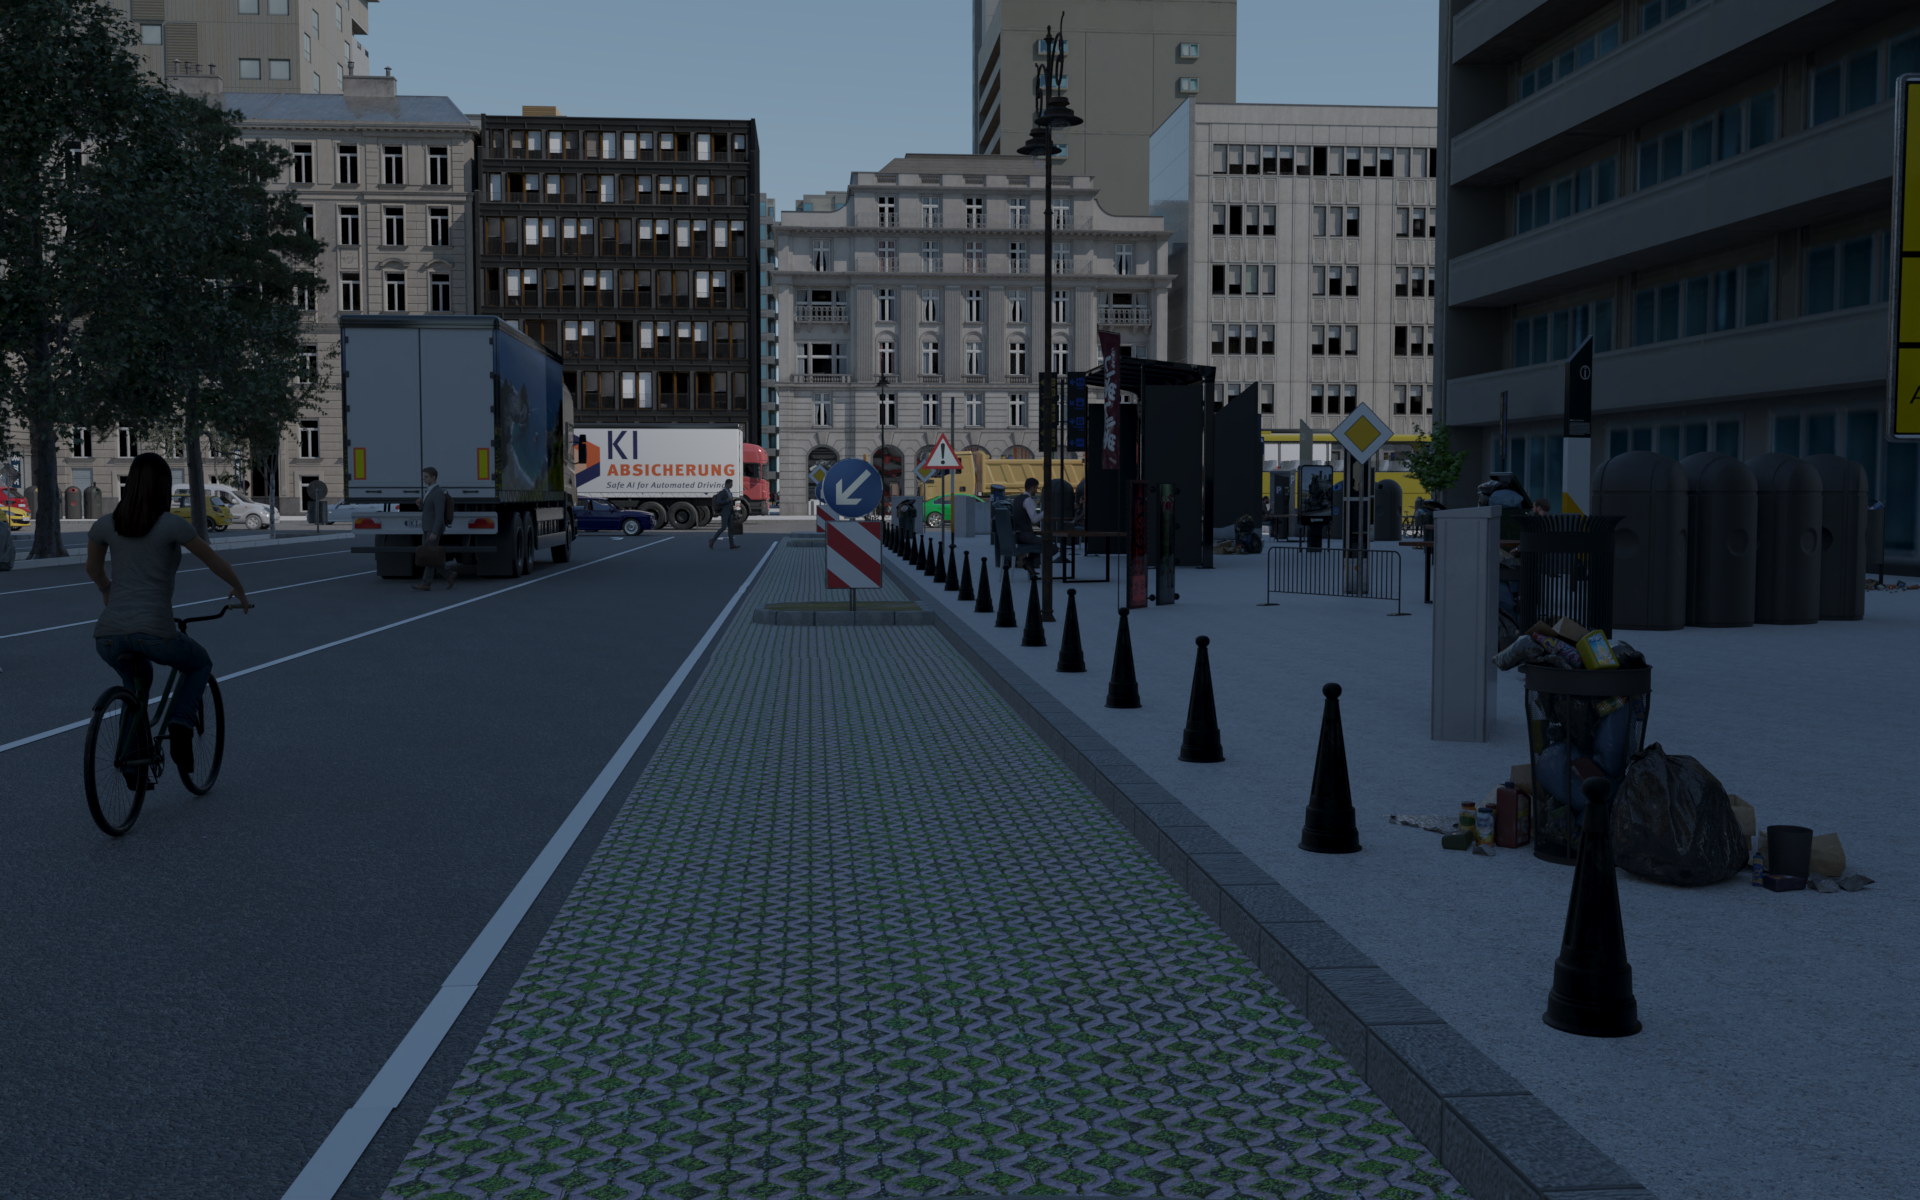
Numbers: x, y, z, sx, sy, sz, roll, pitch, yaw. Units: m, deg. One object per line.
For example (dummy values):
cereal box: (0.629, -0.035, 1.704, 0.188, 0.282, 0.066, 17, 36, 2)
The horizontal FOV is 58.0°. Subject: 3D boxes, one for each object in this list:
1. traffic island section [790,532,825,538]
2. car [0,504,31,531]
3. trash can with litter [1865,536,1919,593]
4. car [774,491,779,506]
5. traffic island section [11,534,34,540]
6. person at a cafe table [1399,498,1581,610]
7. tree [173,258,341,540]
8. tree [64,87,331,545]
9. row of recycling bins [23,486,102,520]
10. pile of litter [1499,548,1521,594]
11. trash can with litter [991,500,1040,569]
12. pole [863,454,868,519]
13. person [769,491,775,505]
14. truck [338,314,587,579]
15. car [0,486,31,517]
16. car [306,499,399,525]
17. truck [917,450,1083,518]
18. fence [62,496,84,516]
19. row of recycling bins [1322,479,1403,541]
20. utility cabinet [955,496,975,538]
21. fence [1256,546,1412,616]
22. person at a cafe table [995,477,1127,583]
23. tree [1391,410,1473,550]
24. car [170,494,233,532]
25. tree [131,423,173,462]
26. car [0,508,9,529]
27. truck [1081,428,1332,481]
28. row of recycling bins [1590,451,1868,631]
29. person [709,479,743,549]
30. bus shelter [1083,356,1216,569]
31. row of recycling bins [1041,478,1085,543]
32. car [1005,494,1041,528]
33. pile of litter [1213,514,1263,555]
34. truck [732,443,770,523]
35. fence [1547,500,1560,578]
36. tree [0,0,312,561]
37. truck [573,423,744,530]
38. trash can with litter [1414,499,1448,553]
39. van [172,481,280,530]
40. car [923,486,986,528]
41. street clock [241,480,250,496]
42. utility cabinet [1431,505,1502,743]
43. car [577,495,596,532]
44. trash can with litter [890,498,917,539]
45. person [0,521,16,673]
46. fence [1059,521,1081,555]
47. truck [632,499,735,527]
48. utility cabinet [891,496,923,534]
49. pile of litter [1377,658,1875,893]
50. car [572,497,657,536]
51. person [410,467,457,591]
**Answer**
traffic island section: (-4.613, -2.150, 57.429, 2.009, 0.180, 2.903, 0, 4, -5)
car: (-38.265, -3.484, 67.185, 3.980, 1.641, 2.015, 0, 4, -3)
trash can with litter: (12.625, -0.751, 23.337, 2.233, 1.210, 1.678, -1, 4, -14)
car: (-21.737, -12.524, 213.442, 2.281, 1.827, 5.304, 0, 4, -6)
traffic island section: (-30.309, -2.014, 55.216, 2.009, 0.180, 2.903, 0, 4, -5)
person at a cafe table: (6.292, -0.554, 19.918, 1.698, 1.238, 1.726, -2, 4, -30)
tree: (-20.294, -6.007, 51.027, 4.360, 8.622, 3.978, 0, 3, 0)
tree: (-20.110, -7.386, 45.271, 6.751, 12.117, 7.091, 0, 3, 0)
row of recycling bins: (-45.315, -4.916, 87.497, 3.534, 1.692, 1.069, -3, 4, -38)
pile of litter: (4.637, 0.003, 13.915, 1.719, 0.858, 1.176, -3, 5, -43)
trash can with litter: (1.037, -1.148, 30.163, 0.624, 1.170, 1.055, -3, 5, -44)
pole: (-4.857, -5.816, 88.927, 0.158, 3.312, 0.155, 0, 3, 0)
person: (-23.542, -12.829, 218.193, 1.348, 1.831, 0.705, 1, 4, 18)
truck: (-9.004, -2.678, 32.701, 2.839, 4.237, 11.283, 0, 4, -6)
car: (-41.210, -3.828, 71.267, 5.304, 1.827, 2.281, 0, 4, -3)
car: (-28.001, -4.185, 80.423, 4.499, 1.417, 2.014, 0, 4, -4)
truck: (2.129, -5.054, 78.557, 9.791, 3.379, 3.469, 0, 4, -5)
fence: (-46.086, -4.796, 89.622, 2.264, 1.192, 0.480, -1, 4, -22)
row of recycling bins: (11.105, -2.547, 48.750, 1.069, 1.692, 3.534, -2, 4, -28)
utility cabinet: (0.127, -2.467, 51.491, 0.306, 1.237, 1.020, -2, 4, -23)
fence: (4.095, -0.228, 19.102, 0.278, 0.683, 2.069, -2, 4, -34)
person at a cafe table: (1.325, -1.031, 25.380, 1.622, 1.524, 1.698, -2, 4, -26)
tree: (11.099, -2.781, 40.072, 1.663, 3.219, 1.824, 0, 3, 0)
car: (-29.593, -3.367, 65.280, 3.980, 1.641, 2.015, 0, 4, -6)
tree: (-40.208, -8.388, 87.500, 4.360, 8.622, 3.978, 0, 3, 0)
car: (-29.867, -2.515, 51.345, 2.015, 1.641, 3.980, 0, 4, -5)
truck: (10.235, -5.261, 74.927, 11.283, 4.237, 2.839, 0, 4, -5)
row of recycling bins: (7.720, -0.616, 17.191, 3.534, 1.692, 1.069, -2, 4, -28)
person: (-6.109, -2.243, 45.139, 0.822, 1.834, 0.622, 1, 4, 14)
bus shelter: (3.326, -2.529, 32.634, 1.731, 3.624, 6.357, 0, 4, -5)
row of recycling bins: (3.894, -2.389, 46.166, 3.534, 1.692, 1.069, -1, 4, -17)
car: (2.094, -3.668, 69.764, 4.222, 1.686, 2.009, 0, 4, -3)
pile of litter: (5.852, -1.418, 37.155, 1.719, 0.858, 1.176, -3, 5, -42)
truck: (-14.088, -5.723, 82.477, 11.283, 4.237, 2.839, 0, 4, -4)
fence: (9.294, -1.010, 27.711, 0.480, 1.192, 2.264, 1, 4, 14)
tree: (-18.968, -7.114, 35.787, 9.611, 12.733, 9.660, 0, 3, 0)
truck: (-14.416, -4.934, 69.585, 11.283, 4.237, 2.839, 0, 4, -4)
trash can with litter: (10.367, -1.589, 37.373, 1.055, 1.170, 0.624, -2, 4, -34)
van: (-29.528, -3.826, 69.562, 4.112, 2.044, 2.013, 0, 4, -7)
car: (0.221, -3.985, 73.959, 4.718, 1.807, 1.959, 0, 4, -5)
street clock: (-36.776, -5.171, 89.116, 0.471, 2.002, 0.358, -2, 4, -31)
utility cabinet: (2.750, 0.106, 9.423, 0.306, 1.237, 1.020, 1, 4, 20)
car: (-15.173, -3.268, 65.437, 4.499, 1.417, 2.014, 0, 4, -6)
trash can with litter: (-1.711, -2.333, 49.536, 0.624, 1.170, 1.055, -3, 5, -41)
person: (-7.920, -0.177, 13.989, 0.503, 1.515, 0.523, -1, 4, -13)
fence: (2.322, -1.356, 37.540, 0.278, 0.683, 2.069, 0, 4, -5)
truck: (-14.977, -5.359, 76.532, 11.283, 4.237, 2.839, 0, 4, -5)
utility cabinet: (-1.704, -2.732, 55.834, 1.020, 1.237, 0.306, 0, 4, -3)
pile of litter: (2.365, 0.471, 6.267, 1.176, 0.858, 1.719, -1, 4, -23)
car: (-12.465, -2.886, 59.770, 3.894, 1.354, 1.945, 0, 4, -5)
person: (-7.786, -1.054, 25.692, 0.822, 1.834, 0.622, -3, 5, -44)
